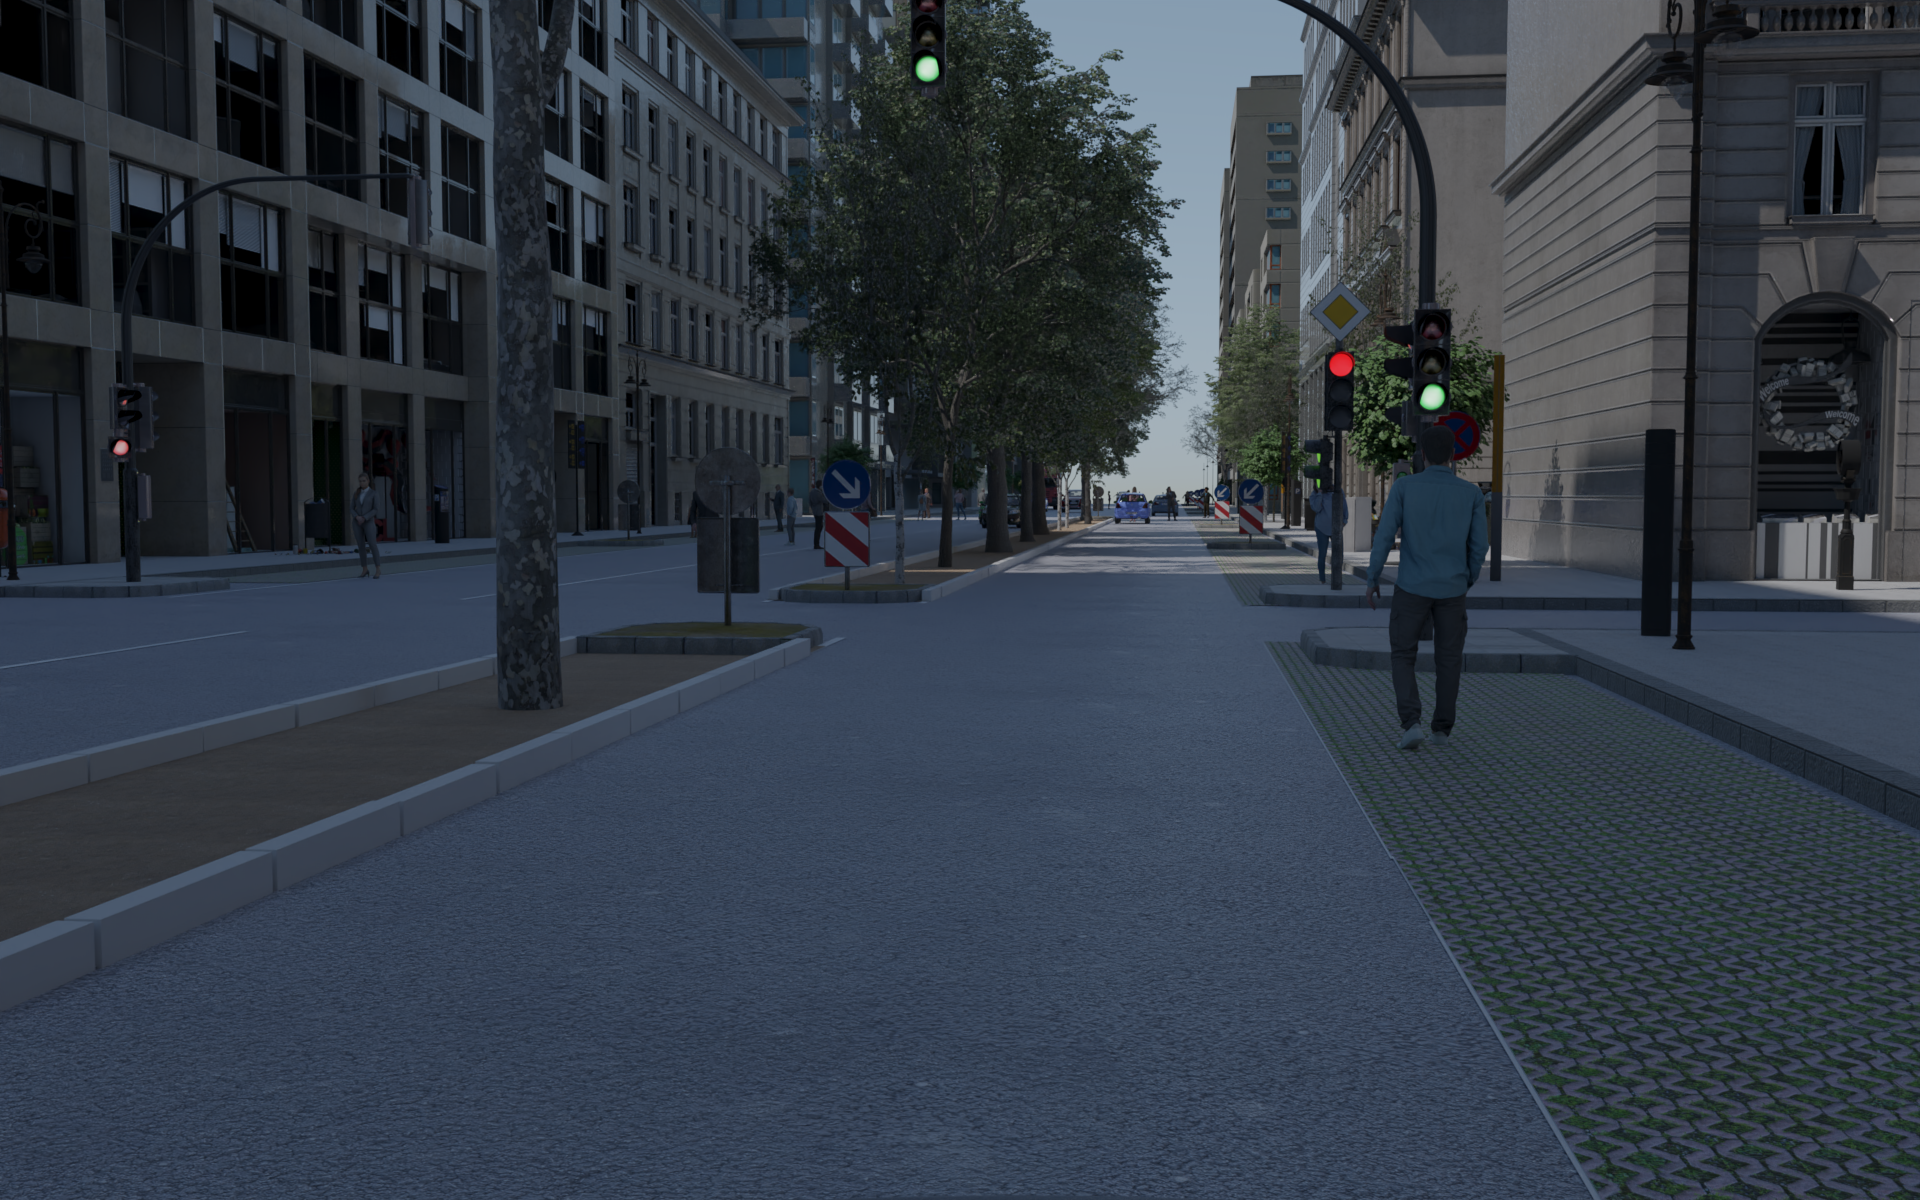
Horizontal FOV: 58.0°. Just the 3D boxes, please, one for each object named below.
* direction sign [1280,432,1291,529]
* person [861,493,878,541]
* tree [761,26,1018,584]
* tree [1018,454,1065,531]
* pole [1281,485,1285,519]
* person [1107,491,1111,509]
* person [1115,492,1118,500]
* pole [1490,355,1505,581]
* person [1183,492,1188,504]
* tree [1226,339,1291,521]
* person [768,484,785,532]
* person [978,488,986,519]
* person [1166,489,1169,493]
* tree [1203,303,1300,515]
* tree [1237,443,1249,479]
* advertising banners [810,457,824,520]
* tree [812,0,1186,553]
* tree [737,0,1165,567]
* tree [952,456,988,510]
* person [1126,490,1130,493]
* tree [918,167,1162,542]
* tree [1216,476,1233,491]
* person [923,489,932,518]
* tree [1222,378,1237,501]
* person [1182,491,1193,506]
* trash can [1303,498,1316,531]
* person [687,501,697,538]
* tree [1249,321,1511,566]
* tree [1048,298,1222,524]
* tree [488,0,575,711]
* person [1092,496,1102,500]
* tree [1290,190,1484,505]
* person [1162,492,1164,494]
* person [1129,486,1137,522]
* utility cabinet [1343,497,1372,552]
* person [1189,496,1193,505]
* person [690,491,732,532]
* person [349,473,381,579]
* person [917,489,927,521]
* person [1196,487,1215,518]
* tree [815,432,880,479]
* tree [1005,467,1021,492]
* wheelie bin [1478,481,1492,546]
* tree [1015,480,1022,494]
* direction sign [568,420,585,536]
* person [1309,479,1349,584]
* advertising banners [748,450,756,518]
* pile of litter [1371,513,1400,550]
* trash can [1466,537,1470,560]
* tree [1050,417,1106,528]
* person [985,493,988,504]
[{"bbox_3d":[11.935,-4.371,63.465,0.379,3.537,0.876,2,4,32],"label":"direction sign"},{"bbox_3d":[-2.840,-2.642,52.286,0.593,1.750,0.643,3,4,38],"label":"person"},{"bbox_3d":[-0.970,-4.542,27.083,4.360,8.622,3.978,0,3,0],"label":"tree"},{"bbox_3d":[3.875,-7.020,67.601,4.737,8.622,4.395,0,3,0],"label":"tree"},{"bbox_3d":[16.551,-5.798,88.636,0.158,3.312,0.155,0,3,0],"label":"pole"},{"bbox_3d":[14.170,-9.441,163.550,0.721,1.739,1.217,1,4,10],"label":"person"},{"bbox_3d":[22.922,-14.869,252.394,1.217,1.735,0.721,0,4,-6],"label":"person"},{"bbox_3d":[7.909,-1.935,25.478,0.158,3.312,0.155,0,3,0],"label":"pole"},{"bbox_3d":[30.641,-13.795,234.598,0.990,1.755,0.434,1,4,20],"label":"person"},{"bbox_3d":[14.674,-8.113,83.014,4.360,8.622,3.978,0,3,0],"label":"tree"},{"bbox_3d":[-6.912,-3.466,65.348,0.590,1.801,0.661,-2,4,-33],"label":"person"},{"bbox_3d":[1.339,-5.504,98.894,0.834,1.777,0.661,-3,5,-43],"label":"person"},{"bbox_3d":[15.740,-7.541,131.426,1.348,1.869,0.705,3,5,41],"label":"person"},{"bbox_3d":[17.984,-11.356,103.790,7.486,12.596,7.792,0,3,0],"label":"tree"},{"bbox_3d":[14.301,-5.802,78.582,4.285,4.588,4.351,0,3,0],"label":"tree"},{"bbox_3d":[-6.784,-5.343,83.545,0.090,3.025,2.074,1,4,19],"label":"advertising banners"},{"bbox_3d":[0.942,-8.118,41.846,9.857,13.997,8.962,0,3,0],"label":"tree"},{"bbox_3d":[-0.356,-5.883,33.063,8.767,10.594,7.601,0,4,7],"label":"tree"},{"bbox_3d":[0.373,-9.826,144.372,4.285,4.588,4.351,0,3,0],"label":"tree"},{"bbox_3d":[12.080,-6.984,123.410,0.721,1.743,1.217,-3,5,-42],"label":"person"},{"bbox_3d":[2.049,-7.976,50.995,7.486,12.596,7.792,0,3,0],"label":"tree"},{"bbox_3d":[24.846,-10.401,164.652,1.663,3.219,1.824,0,3,0],"label":"tree"},{"bbox_3d":[-1.996,-5.711,102.431,0.434,1.755,0.990,-3,5,-40],"label":"person"},{"bbox_3d":[27.981,-16.632,182.304,12.009,13.543,11.850,0,3,0],"label":"tree"},{"bbox_3d":[26.508,-11.819,201.749,1.348,1.823,0.705,1,4,9],"label":"person"},{"bbox_3d":[12.319,-2.981,60.394,0.748,1.137,0.748,0,3,0],"label":"trash can"},{"bbox_3d":[-8.724,-2.647,56.448,0.362,1.253,0.373,-3,5,-41],"label":"person"},{"bbox_3d":[8.254,-2.915,31.380,4.285,4.588,4.351,0,3,0],"label":"tree"},{"bbox_3d":[6.043,-10.330,81.726,12.009,13.543,11.850,0,3,0],"label":"tree"},{"bbox_3d":[-1.776,-9.274,9.983,12.611,20.169,13.585,0,3,0],"label":"tree"},{"bbox_3d":[11.772,-8.551,148.442,1.348,1.807,0.705,-3,5,-41],"label":"person"},{"bbox_3d":[10.338,-5.601,41.933,4.360,8.622,3.978,0,3,0],"label":"tree"},{"bbox_3d":[27.531,-13.772,234.617,0.756,1.711,0.436,0,3,0],"label":"person"},{"bbox_3d":[8.942,-4.912,88.813,0.555,1.821,0.388,-1,4,-19],"label":"person"},{"bbox_3d":[8.847,-1.678,38.591,0.306,1.237,1.020,2,4,33],"label":"utility cabinet"},{"bbox_3d":[27.467,-11.888,206.049,0.799,1.438,0.628,2,4,27],"label":"person"},{"bbox_3d":[-4.107,-1.223,28.269,0.659,1.850,0.755,1,4,9],"label":"person"},{"bbox_3d":[-10.126,-1.265,29.451,0.520,1.790,0.573,-1,4,-12],"label":"person"},{"bbox_3d":[-2.041,-5.074,92.457,0.512,1.701,0.522,0,4,2],"label":"person"},{"bbox_3d":[14.672,-5.812,103.163,1.348,1.869,0.705,3,5,44],"label":"person"},{"bbox_3d":[-5.932,-6.596,91.563,4.285,4.588,4.351,0,3,0],"label":"tree"},{"bbox_3d":[4.026,-11.769,176.140,4.285,4.588,4.351,0,3,0],"label":"tree"},{"bbox_3d":[13.095,-2.142,42.925,0.693,1.594,0.980,-2,4,-30],"label":"wheelie bin"},{"bbox_3d":[7.236,-12.474,198.552,1.663,3.219,1.824,0,3,0],"label":"tree"},{"bbox_3d":[-11.781,-3.747,53.262,0.379,3.537,0.876,1,4,21],"label":"direction sign"},{"bbox_3d":[5.465,-1.029,25.589,0.793,1.790,0.793,-3,5,-40],"label":"person"},{"bbox_3d":[-8.449,-4.533,70.301,0.090,3.025,2.074,0,4,1],"label":"advertising banners"},{"bbox_3d":[9.725,-1.603,40.170,1.176,0.858,1.719,-2,4,-24],"label":"pile of litter"},{"bbox_3d":[7.219,-0.828,25.199,0.748,1.137,0.748,0,3,0],"label":"trash can"},{"bbox_3d":[4.485,-7.302,72.201,4.360,8.622,3.978,0,3,0],"label":"tree"},{"bbox_3d":[1.485,-4.308,79.334,0.661,1.777,0.834,1,4,12],"label":"person"}]
